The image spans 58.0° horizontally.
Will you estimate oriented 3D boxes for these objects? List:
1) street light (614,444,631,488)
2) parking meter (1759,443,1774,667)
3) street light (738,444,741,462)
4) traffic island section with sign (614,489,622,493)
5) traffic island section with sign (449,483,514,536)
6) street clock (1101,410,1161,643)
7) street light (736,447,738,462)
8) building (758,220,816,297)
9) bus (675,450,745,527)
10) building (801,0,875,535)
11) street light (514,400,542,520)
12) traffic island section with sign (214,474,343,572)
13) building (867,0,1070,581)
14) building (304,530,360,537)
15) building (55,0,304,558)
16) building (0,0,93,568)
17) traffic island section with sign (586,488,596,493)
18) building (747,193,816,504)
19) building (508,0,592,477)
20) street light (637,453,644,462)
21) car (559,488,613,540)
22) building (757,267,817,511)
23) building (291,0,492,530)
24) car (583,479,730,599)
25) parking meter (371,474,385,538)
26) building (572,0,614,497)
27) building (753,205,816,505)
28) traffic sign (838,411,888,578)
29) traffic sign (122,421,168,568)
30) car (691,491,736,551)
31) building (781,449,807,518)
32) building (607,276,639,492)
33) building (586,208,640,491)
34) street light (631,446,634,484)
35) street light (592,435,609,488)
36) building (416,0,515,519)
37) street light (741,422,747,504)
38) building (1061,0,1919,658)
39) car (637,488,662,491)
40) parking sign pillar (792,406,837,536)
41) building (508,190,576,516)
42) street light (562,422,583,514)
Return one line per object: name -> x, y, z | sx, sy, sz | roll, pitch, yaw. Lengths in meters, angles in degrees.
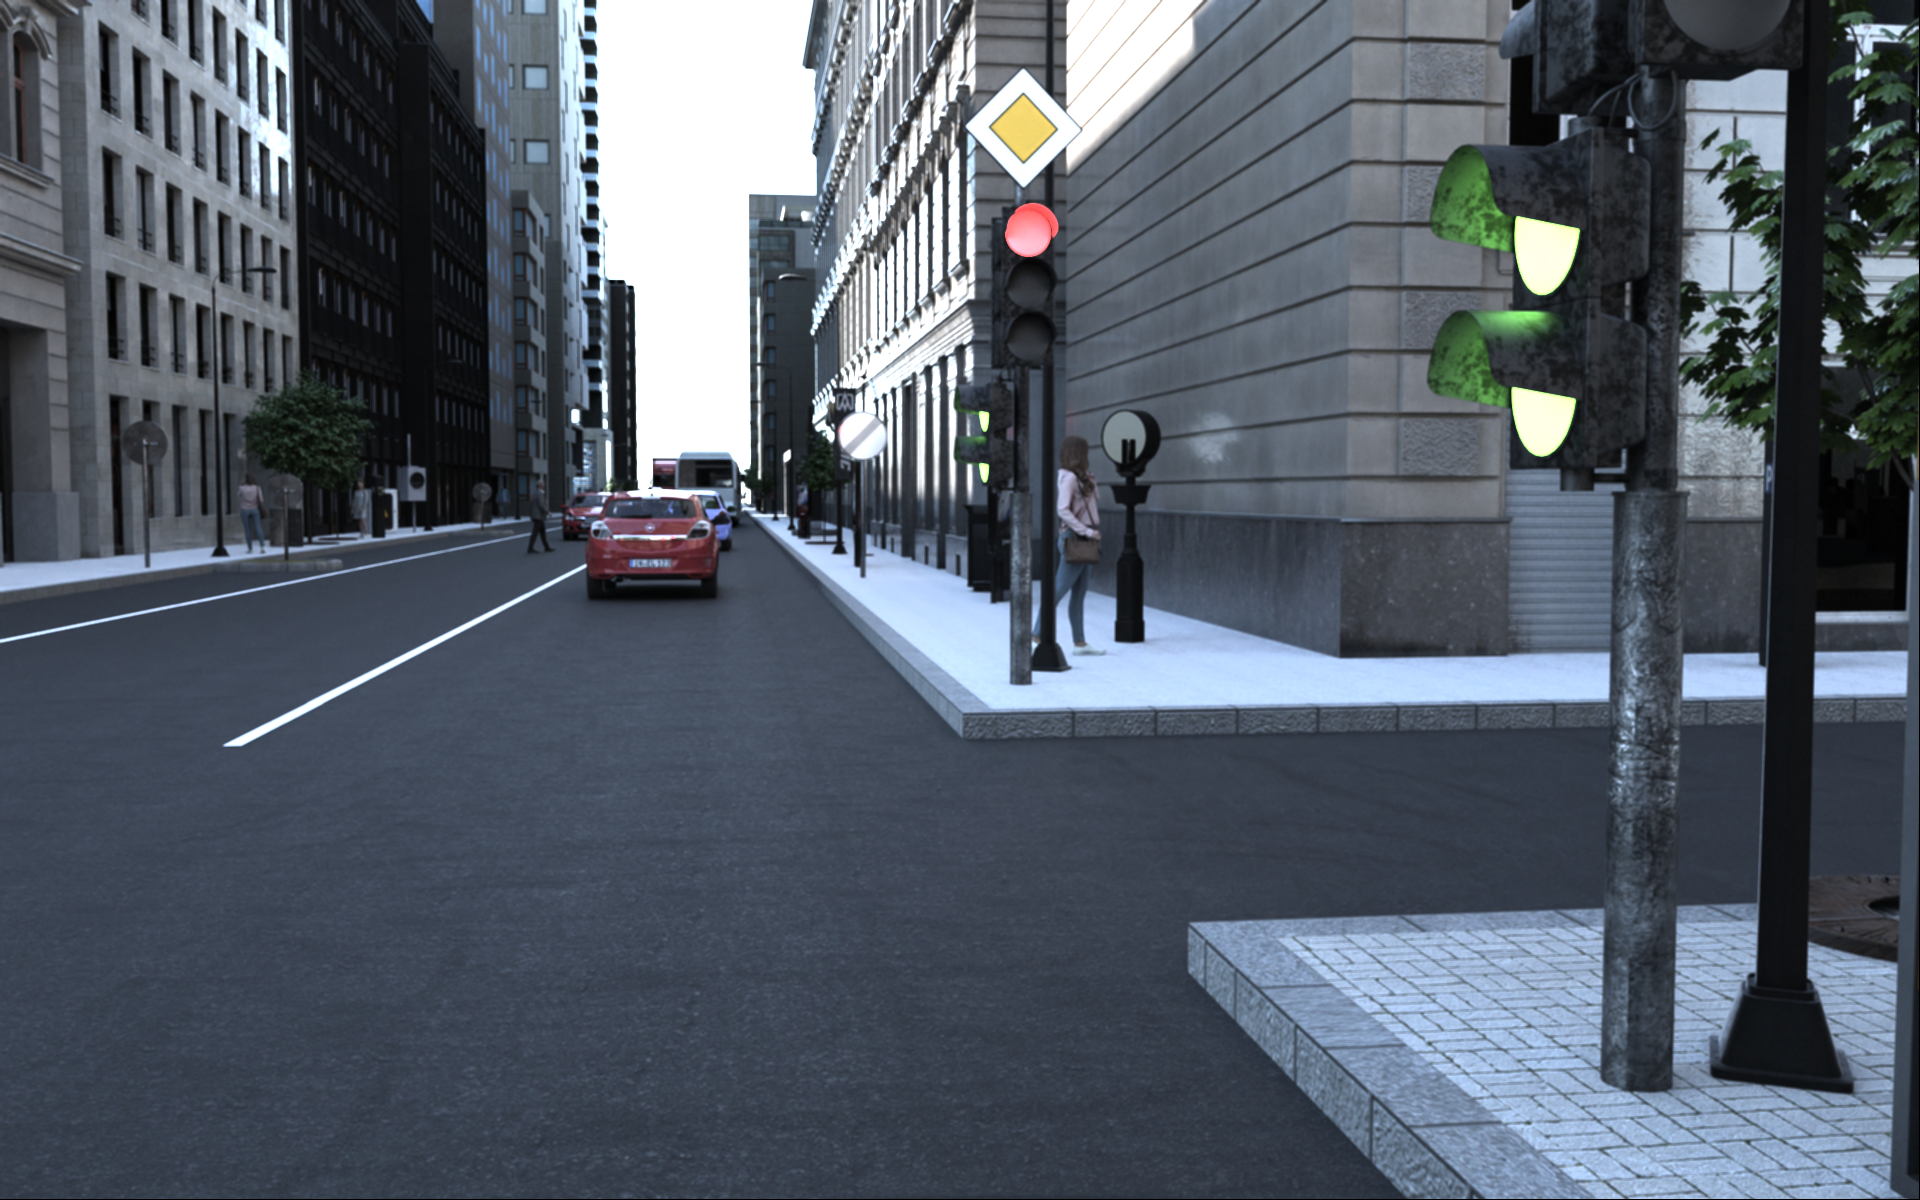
street light -> -31.371, -11.456, 159.840 | 1.470, 5.913, 1.316 | 0, 4, -8
parking meter -> 6.091, -0.432, 12.768 | 0.255, 1.863, 0.399 | 1, 4, 11
street light -> -16.493, -10.005, 136.115 | 1.470, 5.913, 1.316 | 0, 4, -8
traffic island section with sign -> -26.721, -7.778, 135.802 | 1.989, 1.847, 2.006 | 0, 4, -8
traffic island section with sign -> -16.479, -3.126, 59.744 | 1.989, 1.847, 2.006 | 0, 4, -8
street clock -> 1.474, -0.637, 14.982 | 0.471, 2.002, 0.358 | 3, 5, 39
street light -> -19.849, -11.549, 161.372 | 1.470, 5.913, 1.316 | 0, 4, -8
building -> -14.486, -25.282, 185.067 | 14.160, 30.474, 14.107 | 0, 4, -8
bus -> -11.394, -5.161, 79.246 | 2.948, 3.499, 13.247 | 0, 4, -6
building -> 3.505, -17.682, 65.516 | 17.030, 29.872, 44.131 | 0, 4, -8
street light -> -21.393, -6.926, 85.777 | 1.470, 5.913, 1.316 | 0, 4, -8
traffic island section with sign -> -12.864, -1.482, 32.859 | 1.989, 1.847, 2.006 | 0, 4, -8
building -> 3.609, -11.329, 34.380 | 9.793, 20.994, 18.267 | 0, 4, -8
building -> -26.348, -13.948, 57.720 | 12.332, 23.373, 15.834 | 0, 4, -8
building -> -23.394, -11.423, 41.516 | 10.420, 20.320, 16.860 | 0, 4, -8
building -> -21.837, -14.294, 21.097 | 14.401, 28.519, 23.554 | 0, 4, -8
traffic island section with sign -> -23.045, -6.106, 108.467 | 1.989, 1.847, 2.006 | 0, 4, -8
building -> -22.013, -33.909, 238.013 | 14.154, 41.232, 14.086 | 0, 4, -8
building -> -44.461, -33.612, 138.793 | 28.713, 52.752, 27.495 | 0, 4, -8
street light -> -35.965, -13.515, 193.503 | 1.470, 5.913, 1.316 | 0, 4, -8
car -> -11.631, -2.825, 55.232 | 2.155, 1.783, 4.494 | 0, 4, -8
building -> -3.210, -18.553, 148.376 | 27.650, 21.520, 28.899 | 0, 4, -8
building -> -27.558, -14.939, 73.928 | 12.332, 23.373, 15.834 | 0, 4, -8
car -> -4.444, -0.996, 25.326 | 2.155, 1.783, 4.494 | 0, 4, -8
parking meter -> -17.075, -2.759, 50.825 | 0.399, 1.863, 0.255 | 3, 5, 44
building -> -47.614, -53.074, 180.424 | 22.319, 86.520, 31.000 | 0, 4, -8
building -> -10.228, -32.297, 219.944 | 32.217, 40.220, 23.993 | 0, 4, -8
traffic sign -> -1.492, -1.619, 26.577 | 0.768, 2.556, 0.104 | 0, 4, -7
traffic sign -> -14.180, -1.838, 30.155 | 0.768, 2.556, 0.104 | 0, 4, -5
car -> -6.786, -2.158, 44.874 | 1.945, 1.707, 3.694 | 0, 4, -7
building -> 0.317, -40.349, 97.957 | 20.563, 71.187, 20.611 | 0, 4, -8
building -> -50.060, -27.950, 228.684 | 14.160, 30.474, 14.107 | 0, 4, -8
building -> -55.358, -31.597, 208.490 | 32.217, 40.220, 23.993 | 0, 4, -8
street light -> -32.501, -11.978, 168.388 | 1.470, 5.913, 1.316 | 0, 4, -8
street light -> -28.137, -9.959, 135.364 | 1.470, 5.913, 1.316 | 0, 4, -8
building -> -31.341, -26.904, 89.990 | 14.600, 45.320, 14.200 | 0, 4, -8
street light -> -13.183, -8.508, 111.649 | 1.470, 5.913, 1.316 | 0, 4, -8
building -> 14.222, -13.615, 19.868 | 25.104, 27.353, 12.463 | 0, 4, -8
car -> -18.534, -5.805, 103.583 | 2.281, 1.827, 5.304 | -1, 4, -9
parking sign pillar -> -4.508, -3.989, 53.692 | 1.447, 3.967, 1.447 | 0, 4, -7
building -> -40.132, -16.286, 111.312 | 27.650, 21.520, 28.899 | 0, 4, -8
street light -> -24.828, -8.462, 110.897 | 1.470, 5.913, 1.316 | 0, 4, -8
